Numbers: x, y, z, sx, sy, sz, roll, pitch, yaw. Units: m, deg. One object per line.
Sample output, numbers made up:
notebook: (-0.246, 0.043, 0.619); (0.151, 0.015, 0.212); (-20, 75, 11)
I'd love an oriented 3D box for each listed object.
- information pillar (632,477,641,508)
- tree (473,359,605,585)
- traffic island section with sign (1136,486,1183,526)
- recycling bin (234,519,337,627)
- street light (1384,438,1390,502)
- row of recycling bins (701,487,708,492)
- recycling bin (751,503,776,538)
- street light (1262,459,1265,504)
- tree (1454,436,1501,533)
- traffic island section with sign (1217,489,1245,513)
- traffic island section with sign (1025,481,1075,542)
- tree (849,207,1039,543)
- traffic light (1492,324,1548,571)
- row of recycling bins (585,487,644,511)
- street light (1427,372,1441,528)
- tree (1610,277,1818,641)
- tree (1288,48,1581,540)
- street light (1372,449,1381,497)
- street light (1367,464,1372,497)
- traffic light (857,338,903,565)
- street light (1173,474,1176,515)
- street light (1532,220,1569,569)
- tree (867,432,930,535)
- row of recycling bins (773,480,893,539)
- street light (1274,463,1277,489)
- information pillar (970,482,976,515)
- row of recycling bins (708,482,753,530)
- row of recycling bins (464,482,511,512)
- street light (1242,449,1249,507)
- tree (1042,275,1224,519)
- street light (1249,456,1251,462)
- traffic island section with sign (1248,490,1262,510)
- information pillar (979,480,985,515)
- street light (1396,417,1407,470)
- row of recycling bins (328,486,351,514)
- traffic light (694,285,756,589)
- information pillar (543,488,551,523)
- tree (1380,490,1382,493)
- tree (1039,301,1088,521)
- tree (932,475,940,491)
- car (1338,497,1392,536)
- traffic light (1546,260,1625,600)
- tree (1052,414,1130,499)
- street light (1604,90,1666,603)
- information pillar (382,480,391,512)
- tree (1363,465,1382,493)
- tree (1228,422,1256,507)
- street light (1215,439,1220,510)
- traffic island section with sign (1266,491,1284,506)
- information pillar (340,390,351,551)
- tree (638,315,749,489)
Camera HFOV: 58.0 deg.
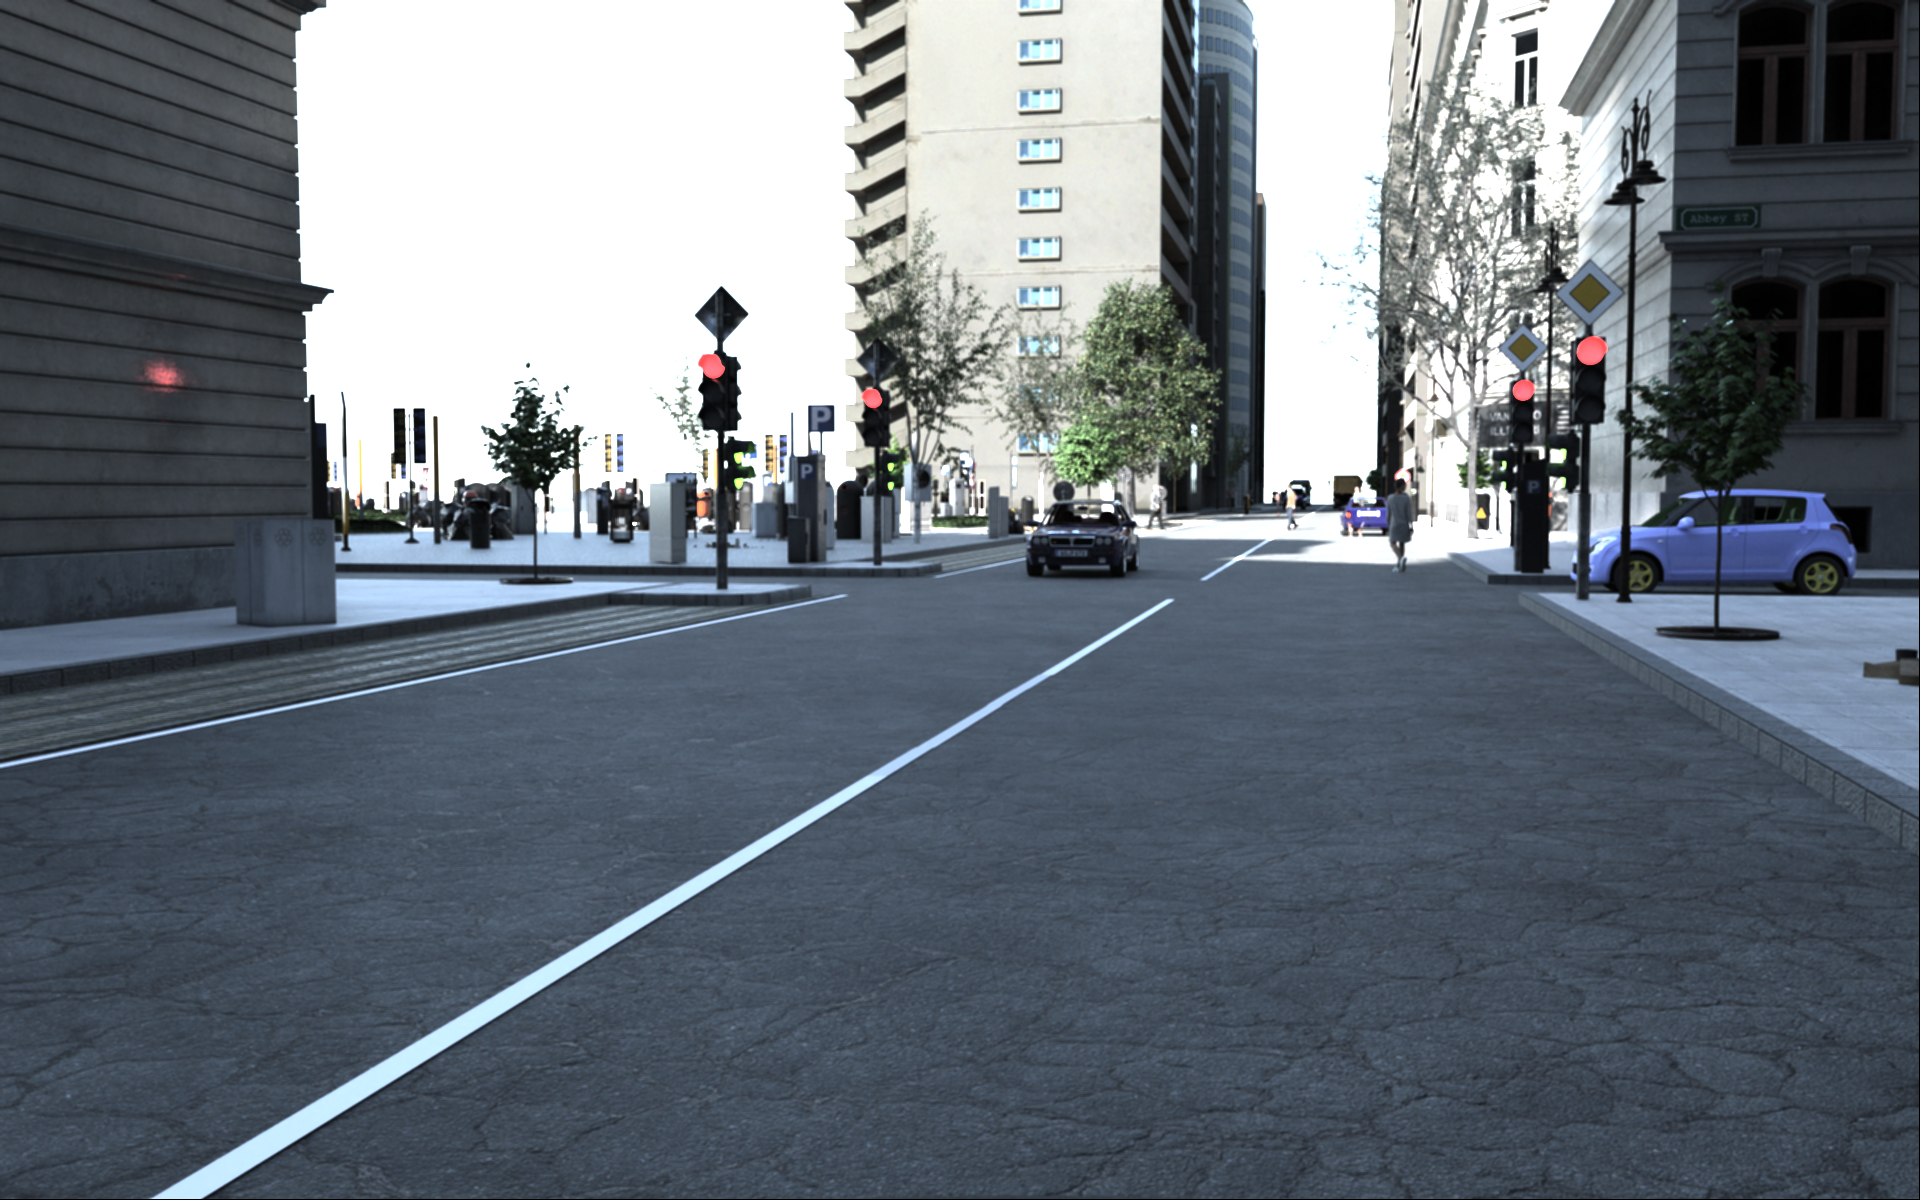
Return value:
information pillar: (-13.746, -4.222, 73.520); (0.304, 2.012, 0.304); (0, 4, 7)
tree: (-6.261, -1.861, 25.026); (1.663, 3.219, 1.824); (0, 3, 0)
traffic island section with sign: (9.172, -4.321, 79.279); (1.989, 1.847, 2.006); (1, 4, 12)
recycling bin: (-6.668, -0.279, 17.122); (0.722, 1.027, 0.722); (3, 5, 43)
street light: (34.500, -10.233, 140.094); (0.468, 5.910, 1.993); (1, 4, 12)
row of recycling bins: (-14.376, -5.919, 103.884); (1.069, 1.692, 3.534); (1, 4, 23)
recycling bin: (-5.736, -2.356, 51.079); (0.722, 1.027, 0.722); (-1, 4, -17)
street light: (39.227, -15.350, 223.765); (0.468, 5.910, 1.993); (1, 4, 12)
tree: (17.238, -3.846, 57.488); (1.663, 3.219, 1.824); (0, 3, 0)
traffic island section with sign: (20.195, -7.354, 128.861); (1.989, 1.847, 2.006); (1, 4, 12)
traffic island section with sign: (3.097, -2.649, 51.946); (1.989, 1.847, 2.006); (1, 4, 12)
tree: (-0.966, -5.764, 44.599); (4.360, 8.622, 3.978); (0, 3, 0)
traffic light: (9.283, -2.436, 28.745); (0.839, 4.253, 0.868); (1, 4, 12)
row of recycling bins: (-19.877, -5.640, 99.330); (3.534, 1.692, 1.069); (-2, 4, -31)
street light: (17.926, -5.679, 65.634); (0.468, 5.910, 1.993); (1, 4, 12)
tree: (6.711, -1.285, 15.608); (1.663, 3.219, 1.824); (0, 3, 0)
tree: (14.406, -8.464, 48.763); (12.009, 13.543, 11.850); (0, 3, 0)
street light: (44.517, -12.973, 184.900); (0.468, 5.910, 1.993); (1, 4, 12)
street light: (60.599, -17.397, 257.225); (0.468, 5.910, 1.993); (1, 4, 12)
traffic light: (-1.470, -2.580, 31.110); (0.839, 4.253, 0.868); (1, 4, 12)
street light: (13.227, -8.180, 106.525); (0.468, 5.910, 1.993); (1, 4, 12)
street light: (10.051, -3.473, 29.564); (0.468, 5.910, 1.993); (1, 4, 12)
tree: (-2.153, -3.652, 54.304); (1.663, 3.219, 1.824); (0, 3, 0)
row of recycling bins: (-3.606, -2.604, 49.685); (3.534, 1.692, 1.069); (1, 4, 14)
street light: (47.295, -17.554, 259.792); (0.468, 5.910, 1.993); (1, 4, 12)
information pillar: (0.754, -5.999, 102.576); (0.304, 2.012, 0.304); (2, 4, 33)
row of recycling bins: (-6.972, -3.321, 61.411); (3.534, 1.692, 1.069); (0, 4, 3)
row of recycling bins: (-15.975, -3.242, 60.120); (1.069, 1.692, 3.534); (1, 4, 16)
street light: (29.190, -12.589, 178.616); (0.468, 5.910, 1.993); (1, 4, 12)
tree: (9.060, -10.626, 90.735); (9.611, 12.733, 9.660); (0, 3, 0)
street light: (31.288, -13.144, 187.691); (0.468, 5.910, 1.993); (1, 4, 12)
traffic island section with sign: (26.051, -8.968, 155.256); (1.989, 1.847, 2.006); (1, 4, 12)
information pillar: (1.189, -5.412, 92.975); (0.304, 2.012, 0.304); (0, 4, 5)
street light: (26.458, -8.029, 104.061); (0.468, 5.910, 1.993); (1, 4, 12)
row of recycling bins: (-32.423, -4.990, 88.704); (1.069, 1.692, 3.534); (1, 4, 10)
traffic light: (-3.202, -2.104, 23.314); (0.839, 4.253, 0.868); (1, 4, 12)
information pillar: (-18.632, -4.504, 78.133); (0.304, 2.012, 0.304); (-1, 4, -17)
tree: (47.257, -12.130, 192.924); (1.663, 3.219, 1.824); (0, 3, 0)
tree: (2.809, -6.887, 62.957); (4.360, 8.622, 3.978); (0, 3, 0)
tree: (-2.149, -6.042, 93.386); (1.663, 3.219, 1.824); (0, 3, 0)
car: (14.175, -2.924, 60.392); (1.945, 1.354, 3.894); (1, 4, 11)
traffic light: (7.551, -1.959, 20.950); (0.839, 4.253, 0.868); (1, 4, 12)
tree: (5.294, -5.348, 71.157); (4.285, 4.588, 4.351); (0, 3, 0)
street light: (7.880, -2.910, 20.368); (0.468, 5.910, 1.993); (1, 4, 12)
information pillar: (-30.531, -5.363, 92.176); (0.304, 2.012, 0.304); (2, 4, 35)
tree: (45.661, -12.589, 189.540); (4.285, 4.588, 4.351); (0, 3, 0)
tree: (27.677, -13.717, 174.635); (4.737, 8.622, 4.395); (0, 3, 0)
street light: (21.216, -10.384, 142.569); (0.468, 5.910, 1.993); (1, 4, 12)
traffic island section with sign: (38.049, -12.270, 209.233); (1.989, 1.847, 2.006); (1, 4, 12)
information pillar: (-13.870, -2.917, 39.044); (0.183, 3.616, 0.504); (-2, 4, -26)
tree: (-11.205, -7.444, 72.076); (4.360, 8.622, 3.978); (0, 3, 0)
